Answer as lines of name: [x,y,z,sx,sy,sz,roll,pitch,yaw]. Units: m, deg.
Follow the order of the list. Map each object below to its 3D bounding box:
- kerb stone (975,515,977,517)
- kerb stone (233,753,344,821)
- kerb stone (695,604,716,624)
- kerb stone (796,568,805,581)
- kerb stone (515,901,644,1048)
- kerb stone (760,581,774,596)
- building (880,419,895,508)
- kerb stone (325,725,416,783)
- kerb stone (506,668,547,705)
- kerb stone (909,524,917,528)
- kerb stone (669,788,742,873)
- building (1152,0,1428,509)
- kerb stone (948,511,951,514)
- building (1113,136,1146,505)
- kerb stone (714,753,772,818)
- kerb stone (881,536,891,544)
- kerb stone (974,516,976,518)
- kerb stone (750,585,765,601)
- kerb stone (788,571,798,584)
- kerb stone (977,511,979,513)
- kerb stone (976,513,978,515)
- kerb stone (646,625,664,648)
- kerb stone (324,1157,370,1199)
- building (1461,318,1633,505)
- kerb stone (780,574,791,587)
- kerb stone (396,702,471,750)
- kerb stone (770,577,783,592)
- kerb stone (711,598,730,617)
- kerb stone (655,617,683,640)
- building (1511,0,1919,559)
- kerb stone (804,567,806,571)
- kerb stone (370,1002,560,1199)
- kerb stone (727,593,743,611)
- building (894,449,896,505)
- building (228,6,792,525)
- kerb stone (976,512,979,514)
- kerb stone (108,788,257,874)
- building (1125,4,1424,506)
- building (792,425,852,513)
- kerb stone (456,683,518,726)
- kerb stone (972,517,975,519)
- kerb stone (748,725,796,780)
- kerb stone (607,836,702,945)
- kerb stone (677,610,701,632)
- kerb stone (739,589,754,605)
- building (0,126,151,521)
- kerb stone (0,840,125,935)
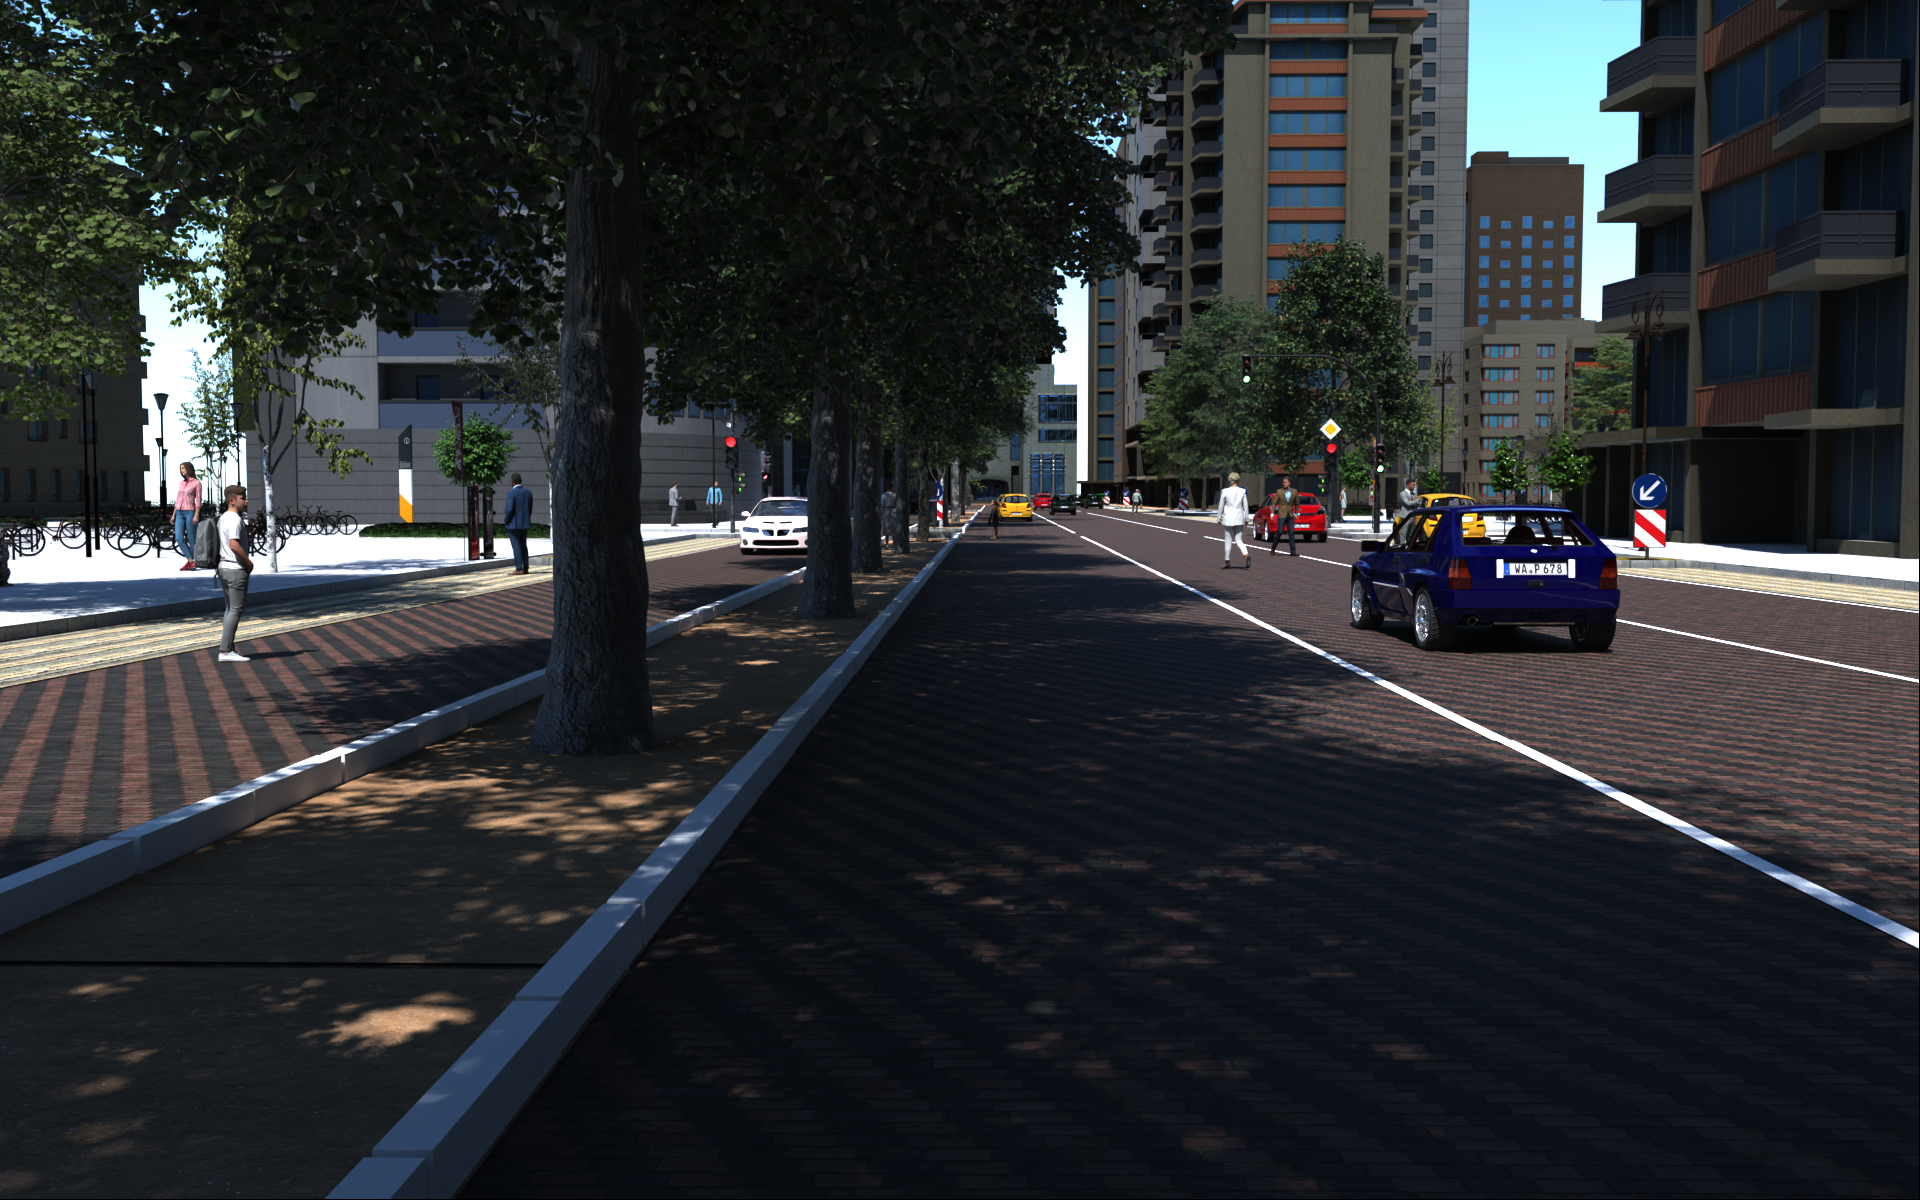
kerb stone: [0.721,-4.493,95.655,0.120,0.150,1.000,0,4,1]
kerb stone: [-3.108,0.868,8.010,0.120,0.150,1.000,0,4,1]
kerb stone: [-2.886,0.179,19.275,0.120,0.150,1.000,0,4,1]
kerb stone: [-2.705,-0.387,28.519,0.120,0.150,1.000,0,4,1]
kerb stone: [-1.067,1.056,4.928,0.120,0.150,1.000,0,4,1]
kerb stone: [-2.781,-0.135,24.410,0.120,0.150,1.000,0,4,1]
building: [-14.046,-24.695,175.468,14.160,30.474,14.107,0,4,1]
kerb stone: [-3.080,0.805,9.035,0.120,0.150,1.000,0,4,1]
kerb stone: [-3.026,0.619,12.107,0.120,0.150,1.000,0,4,1]
kerb stone: [-1.885,-2.924,70.065,0.120,0.150,1.000,0,4,1]
kerb stone: [-1.024,0.930,6.985,0.120,0.150,1.000,0,4,1]
building: [29.017,-30.760,157.546,22.147,44.769,28.867,0,4,1]
kerb stone: [-0.630,-6.816,133.638,0.120,0.150,1.000,0,4,1]
building: [25.980,-34.119,207.951,14.600,45.320,14.200,0,4,1]
kerb stone: [-1.007,0.868,8.007,0.120,0.150,1.000,0,4,1]
kerb stone: [-2.241,-1.828,52.079,0.120,0.150,1.000,0,4,1]
kerb stone: [0.618,-4.180,90.533,0.120,0.150,1.000,0,4,1]
kerb stone: [-2.798,-0.073,23.388,0.120,0.150,1.000,0,4,1]
kerb stone: [-2.725,-0.321,27.497,0.120,0.150,1.000,0,4,1]
kerb stone: [1.017,-5.433,111.028,0.120,0.150,1.000,0,4,1]
kerb stone: [0.857,-4.932,102.830,0.120,0.150,1.000,0,4,1]
kerb stone: [-2.946,0.369,16.204,0.120,0.150,1.000,0,4,1]
kerb stone: [-1.109,1.190,2.874,0.120,0.150,1.000,0,4,1]
building: [71.324,-21.788,201.281,28.899,21.520,27.650,0,4,1]
kerb stone: [-2.746,-0.261,26.467,0.120,0.150,1.000,0,4,1]
kerb stone: [-3.069,0.742,10.060,0.120,0.150,1.000,0,4,1]
kerb stone: [-2.765,-0.198,25.434,0.120,0.150,1.000,0,4,1]
kerb stone: [-2.860,0.115,20.309,0.120,0.150,1.000,0,4,1]
kerb stone: [-2.931,0.304,17.226,0.120,0.150,1.000,0,4,1]
building: [28.438,-23.623,40.866,22.147,44.769,28.867,0,4,1]
kerb stone: [-2.676,-0.449,29.541,0.120,0.150,1.000,0,4,1]
kerb stone: [-1.082,1.121,3.896,0.120,0.150,1.000,0,4,1]
kerb stone: [-2.839,0.054,21.338,0.120,0.150,1.000,0,4,1]
building: [-13.560,-32.987,189.440,14.600,45.320,14.200,0,4,1]
building: [-20.451,-33.188,84.622,21.231,58.520,28.212,0,4,1]
kerb stone: [0.915,-5.119,105.914,0.120,0.150,1.000,0,4,1]
kerb stone: [-3.120,0.930,6.988,0.120,0.150,1.000,0,4,1]
building: [32.203,-36.500,186.008,28.713,52.752,27.495,0,4,1]
building: [-18.510,-49.510,122.154,22.319,86.520,31.000,0,4,1]
kerb stone: [-3.047,0.680,11.085,0.120,0.150,1.000,0,4,1]
kerb stone: [0.537,-3.921,86.429,0.120,0.150,1.000,0,4,1]
kerb stone: [-0.984,0.805,9.029,0.120,0.150,1.000,0,4,1]
kerb stone: [-1.043,0.993,5.959,0.120,0.150,1.000,0,4,1]
kerb stone: [-2.905,0.242,18.253,0.120,0.150,1.000,0,4,1]
kerb stone: [-2.820,-0.010,22.360,0.120,0.150,1.000,0,4,1]
building: [-58.671,-14.370,79.986,28.899,21.520,27.650,0,4,1]
kerb stone: [-3.150,1.000,5.955,0.120,0.150,1.000,0,4,1]
